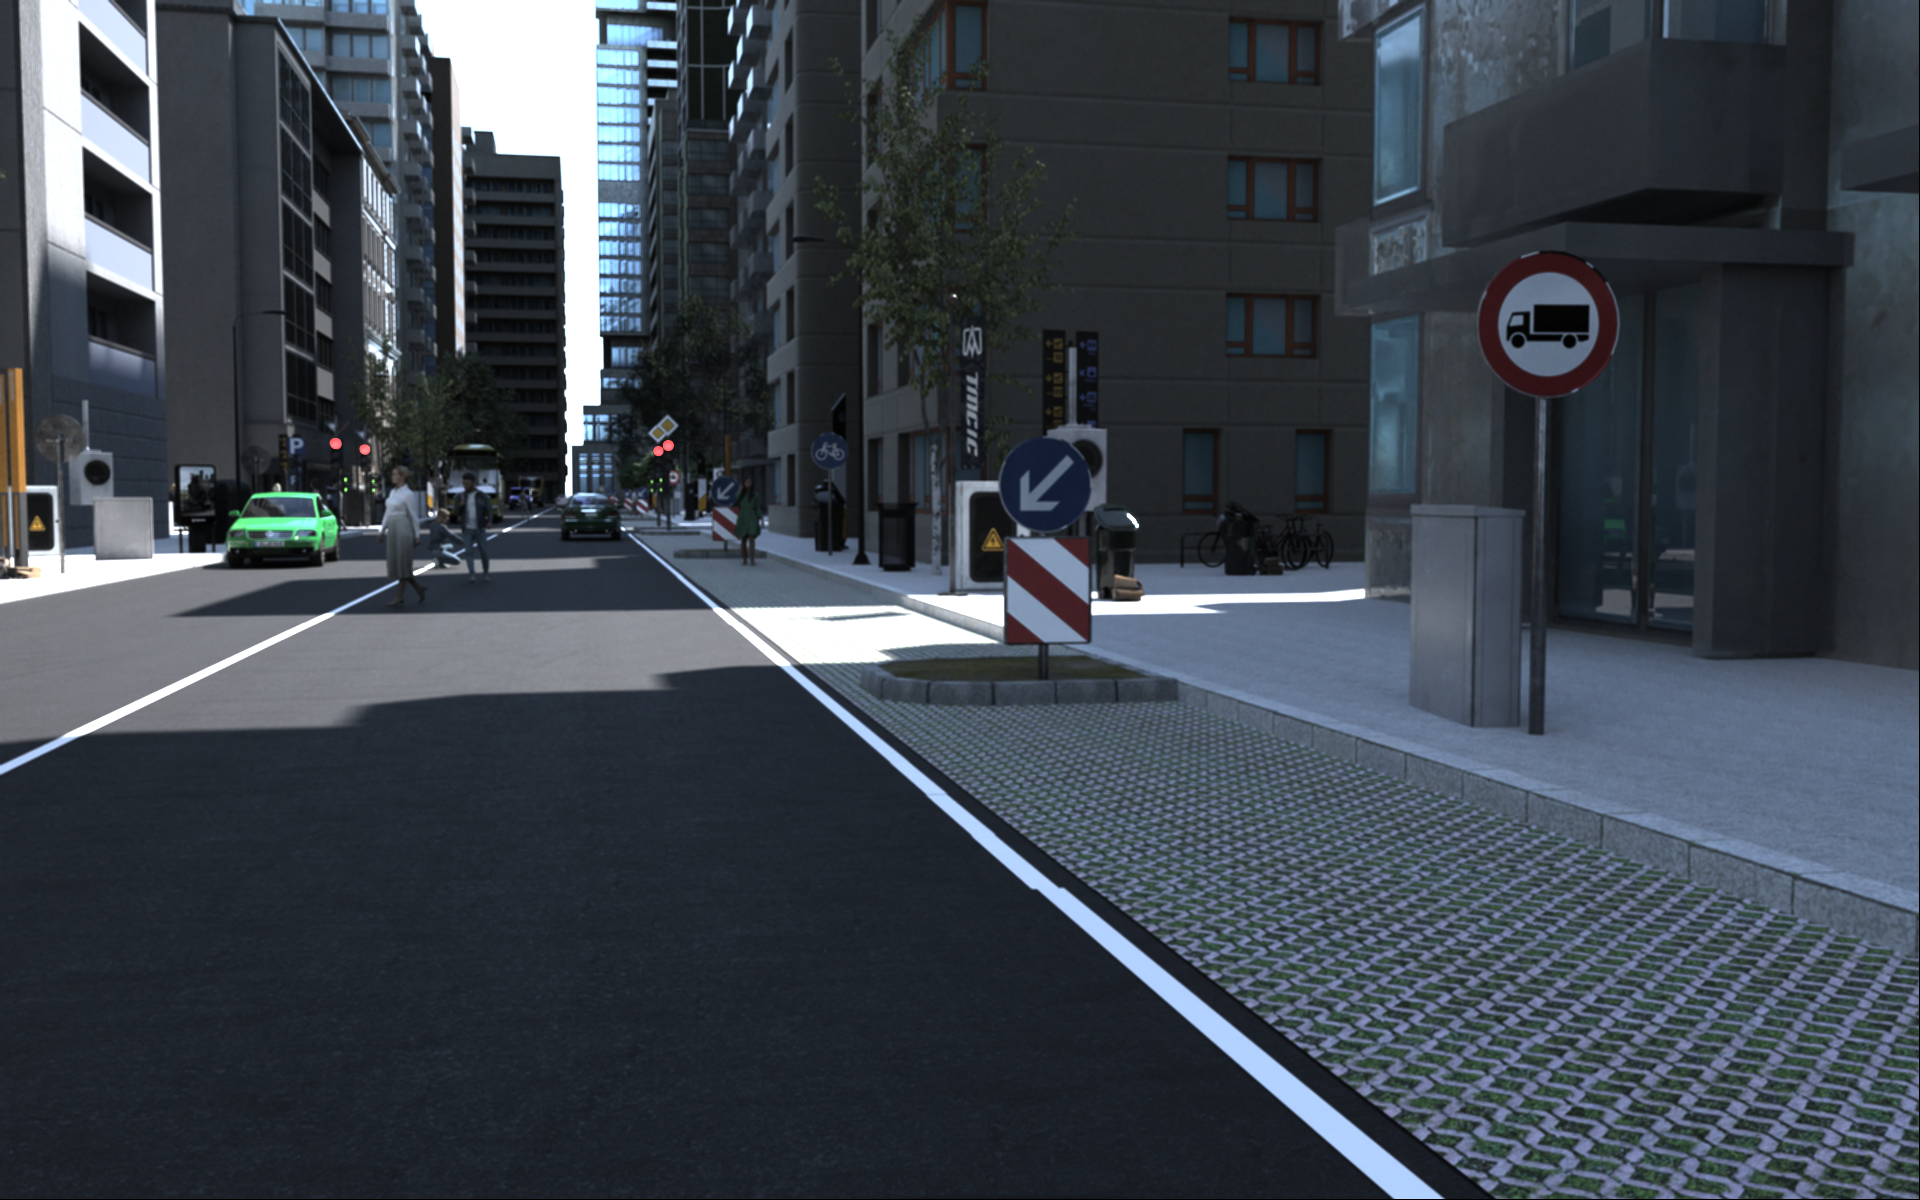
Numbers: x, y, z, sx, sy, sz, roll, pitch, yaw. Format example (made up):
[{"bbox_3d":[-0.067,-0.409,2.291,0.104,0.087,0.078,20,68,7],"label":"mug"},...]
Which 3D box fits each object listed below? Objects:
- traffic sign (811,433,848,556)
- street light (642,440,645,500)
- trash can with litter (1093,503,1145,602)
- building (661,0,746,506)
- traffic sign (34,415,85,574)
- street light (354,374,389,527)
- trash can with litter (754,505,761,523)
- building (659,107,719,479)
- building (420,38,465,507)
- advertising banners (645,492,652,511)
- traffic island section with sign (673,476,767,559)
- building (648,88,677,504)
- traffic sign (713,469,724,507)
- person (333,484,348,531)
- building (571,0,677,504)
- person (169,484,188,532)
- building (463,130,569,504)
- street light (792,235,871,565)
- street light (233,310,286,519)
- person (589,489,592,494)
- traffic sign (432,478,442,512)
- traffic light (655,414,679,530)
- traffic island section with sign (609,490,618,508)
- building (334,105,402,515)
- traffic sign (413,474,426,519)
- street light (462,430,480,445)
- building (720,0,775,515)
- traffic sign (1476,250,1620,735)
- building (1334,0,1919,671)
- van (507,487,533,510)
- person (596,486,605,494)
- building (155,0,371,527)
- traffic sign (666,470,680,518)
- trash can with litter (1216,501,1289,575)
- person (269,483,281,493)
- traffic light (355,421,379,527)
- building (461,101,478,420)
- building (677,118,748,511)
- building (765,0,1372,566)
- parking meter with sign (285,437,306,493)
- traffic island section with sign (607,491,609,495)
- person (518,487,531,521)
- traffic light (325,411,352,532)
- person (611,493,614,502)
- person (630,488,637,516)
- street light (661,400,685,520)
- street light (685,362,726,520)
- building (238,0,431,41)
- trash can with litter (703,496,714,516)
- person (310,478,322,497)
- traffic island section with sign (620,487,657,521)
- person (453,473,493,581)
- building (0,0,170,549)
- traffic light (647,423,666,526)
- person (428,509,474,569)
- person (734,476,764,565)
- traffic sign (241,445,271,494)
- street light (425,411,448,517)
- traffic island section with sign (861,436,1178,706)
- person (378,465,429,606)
[{"bbox_3d":[-2.701,-2.197,36.029,0.768,2.556,0.104,0,4,-5],"label":"traffic sign"},{"bbox_3d":[-20.252,-8.621,113.501,1.470,5.913,1.316,-1,4,-12],"label":"street light"},{"bbox_3d":[2.003,-0.592,21.070,0.624,1.170,1.055,-1,4,-12],"label":"trash can with litter"},{"bbox_3d":[-18.981,-44.731,169.603,20.563,71.187,20.611,-1,4,-12],"label":"building"},{"bbox_3d":[-14.420,-1.691,27.762,0.768,2.556,0.104,0,4,-8],"label":"traffic sign"},{"bbox_3d":[-22.735,-5.772,66.921,1.470,5.913,1.316,-1,4,-12],"label":"street light"},{"bbox_3d":[-8.819,-3.735,72.460,1.055,1.170,0.624,3,5,39],"label":"trash can with litter"},{"bbox_3d":[-25.332,-30.835,187.741,14.154,41.232,14.086,-1,4,-12],"label":"building"},{"bbox_3d":[-57.355,-32.021,173.656,14.600,45.320,14.200,-1,4,-12],"label":"building"},{"bbox_3d":[-24.112,-8.481,134.849,0.090,3.025,2.074,-2,4,-34],"label":"advertising banners"},{"bbox_3d":[-5.454,-1.864,39.099,1.989,1.847,2.006,-1,4,-12],"label":"traffic island section with sign"},{"bbox_3d":[-25.630,-35.595,205.680,21.300,48.544,21.600,-1,4,-12],"label":"building"},{"bbox_3d":[-9.457,-4.061,68.527,0.606,2.300,0.079,0,4,-8],"label":"traffic sign"},{"bbox_3d":[-23.150,-3.404,64.252,0.767,1.812,0.694,0,4,3],"label":"person"},{"bbox_3d":[-37.938,-56.579,237.729,31.000,86.520,22.319,-1,4,-12],"label":"building"},{"bbox_3d":[-28.242,-3.333,63.217,1.509,1.804,0.699,0,4,-7],"label":"person"},{"bbox_3d":[-64.199,-37.304,233.619,21.600,48.544,21.300,-1,4,-12],"label":"building"},{"bbox_3d":[-2.329,-3.597,31.356,1.470,5.913,1.316,-1,4,-12],"label":"street light"},{"bbox_3d":[-17.658,-4.350,43.662,1.470,5.913,1.316,-1,4,-12],"label":"street light"},{"bbox_3d":[-29.682,-8.016,139.576,0.388,1.821,0.555,0,4,-4],"label":"person"},{"bbox_3d":[-32.456,-6.444,107.485,0.606,2.300,0.079,0,4,-4],"label":"traffic sign"},{"bbox_3d":[-10.294,-4.408,60.985,0.839,4.253,0.868,-1,4,-12],"label":"traffic light"},{"bbox_3d":[-23.036,-6.791,119.657,1.989,1.847,2.006,-1,4,-12],"label":"traffic island section with sign"},{"bbox_3d":[-42.451,-19.012,108.110,12.463,27.353,25.104,-1,4,-12],"label":"building"},{"bbox_3d":[-28.073,-5.374,89.996,0.606,2.300,0.079,-1,4,-12],"label":"traffic sign"},{"bbox_3d":[-35.454,-9.349,125.399,1.470,5.913,1.316,-1,4,-12],"label":"street light"},{"bbox_3d":[-2.695,-29.928,108.924,23.786,49.044,30.456,-1,4,-12],"label":"building"},{"bbox_3d":[3.080,-0.555,9.177,0.768,2.556,0.104,0,4,-4],"label":"traffic sign"},{"bbox_3d":[17.036,-23.849,9.536,23.786,49.044,30.456,-1,4,-12],"label":"building"},{"bbox_3d":[-39.771,-9.320,156.773,2.240,2.365,5.245,-1,4,-12],"label":"van"},{"bbox_3d":[-15.659,-4.091,75.573,0.537,1.800,0.526,1,4,13],"label":"person"},{"bbox_3d":[-36.990,-16.033,81.203,14.314,24.678,30.058,-1,4,-12],"label":"building"},{"bbox_3d":[-15.116,-5.581,91.359,0.768,2.556,0.104,0,4,-3],"label":"traffic sign"},{"bbox_3d":[4.651,-0.986,27.515,1.055,1.170,0.624,-1,4,-12],"label":"trash can with litter"},{"bbox_3d":[-23.784,-3.152,60.226,0.537,1.800,0.526,-1,4,-15],"label":"person"},{"bbox_3d":[-22.753,-4.741,66.432,0.839,4.253,0.868,-1,4,-12],"label":"traffic light"},{"bbox_3d":[-70.343,-35.174,194.709,30.456,49.044,23.786,-1,4,-12],"label":"building"},{"bbox_3d":[-14.923,-22.389,137.766,14.160,30.474,14.107,-1,4,-12],"label":"building"},{"bbox_3d":[10.040,-12.373,47.344,27.650,21.520,28.899,-1,4,-12],"label":"building"},{"bbox_3d":[-20.637,-3.513,53.699,0.543,3.016,1.738,-2,4,-26],"label":"parking meter with sign"},{"bbox_3d":[-33.668,-9.768,168.331,1.989,1.847,2.006,-1,4,-12],"label":"traffic island section with sign"},{"bbox_3d":[-23.022,-5.061,91.582,0.599,1.781,0.374,1,4,21],"label":"person"},{"bbox_3d":[-21.050,-4.264,58.630,0.839,4.253,0.868,-1,4,-12],"label":"traffic light"},{"bbox_3d":[-27.148,-7.594,135.257,0.503,1.515,0.523,2,4,32],"label":"person"},{"bbox_3d":[-20.858,-6.240,110.747,0.641,1.798,0.478,3,4,36],"label":"person"},{"bbox_3d":[-13.868,-6.831,84.230,1.470,5.913,1.316,-1,4,-12],"label":"street light"},{"bbox_3d":[-8.851,-5.427,61.266,1.470,5.913,1.316,-1,4,-12],"label":"street light"},{"bbox_3d":[-57.875,-32.478,150.620,23.786,49.044,30.456,-1,4,-12],"label":"building"},{"bbox_3d":[-14.358,-5.435,99.920,1.678,1.210,2.233,-2,4,-29],"label":"trash can with litter"},{"bbox_3d":[-16.204,-2.136,43.428,0.388,1.821,0.555,-2,4,-33],"label":"person"},{"bbox_3d":[-17.200,-5.157,92.947,1.989,1.847,2.006,-1,4,-12],"label":"traffic island section with sign"},{"bbox_3d":[-8.004,-1.202,28.494,0.623,1.781,0.721,-1,4,-19],"label":"person"},{"bbox_3d":[-35.803,-30.547,41.445,28.212,58.520,21.231,-1,4,-12],"label":"building"},{"bbox_3d":[-11.997,-4.885,68.787,0.839,4.253,0.868,-1,4,-12],"label":"traffic light"},{"bbox_3d":[-10.000,-1.199,33.598,0.738,1.151,1.012,-3,5,-41],"label":"person"},{"bbox_3d":[-4.231,-1.585,34.666,0.600,1.795,0.529,-1,4,-15],"label":"person"},{"bbox_3d":[-18.410,-2.765,45.314,0.768,2.556,0.104,0,4,-4],"label":"traffic sign"},{"bbox_3d":[-29.156,-7.573,96.367,1.470,5.913,1.316,-1,4,-12],"label":"street light"},{"bbox_3d":[0.324,-0.244,12.617,1.989,1.847,2.006,-1,4,-12],"label":"traffic island section with sign"},{"bbox_3d":[-7.158,-0.832,22.334,0.641,1.798,0.478,-3,5,-43],"label":"person"}]
